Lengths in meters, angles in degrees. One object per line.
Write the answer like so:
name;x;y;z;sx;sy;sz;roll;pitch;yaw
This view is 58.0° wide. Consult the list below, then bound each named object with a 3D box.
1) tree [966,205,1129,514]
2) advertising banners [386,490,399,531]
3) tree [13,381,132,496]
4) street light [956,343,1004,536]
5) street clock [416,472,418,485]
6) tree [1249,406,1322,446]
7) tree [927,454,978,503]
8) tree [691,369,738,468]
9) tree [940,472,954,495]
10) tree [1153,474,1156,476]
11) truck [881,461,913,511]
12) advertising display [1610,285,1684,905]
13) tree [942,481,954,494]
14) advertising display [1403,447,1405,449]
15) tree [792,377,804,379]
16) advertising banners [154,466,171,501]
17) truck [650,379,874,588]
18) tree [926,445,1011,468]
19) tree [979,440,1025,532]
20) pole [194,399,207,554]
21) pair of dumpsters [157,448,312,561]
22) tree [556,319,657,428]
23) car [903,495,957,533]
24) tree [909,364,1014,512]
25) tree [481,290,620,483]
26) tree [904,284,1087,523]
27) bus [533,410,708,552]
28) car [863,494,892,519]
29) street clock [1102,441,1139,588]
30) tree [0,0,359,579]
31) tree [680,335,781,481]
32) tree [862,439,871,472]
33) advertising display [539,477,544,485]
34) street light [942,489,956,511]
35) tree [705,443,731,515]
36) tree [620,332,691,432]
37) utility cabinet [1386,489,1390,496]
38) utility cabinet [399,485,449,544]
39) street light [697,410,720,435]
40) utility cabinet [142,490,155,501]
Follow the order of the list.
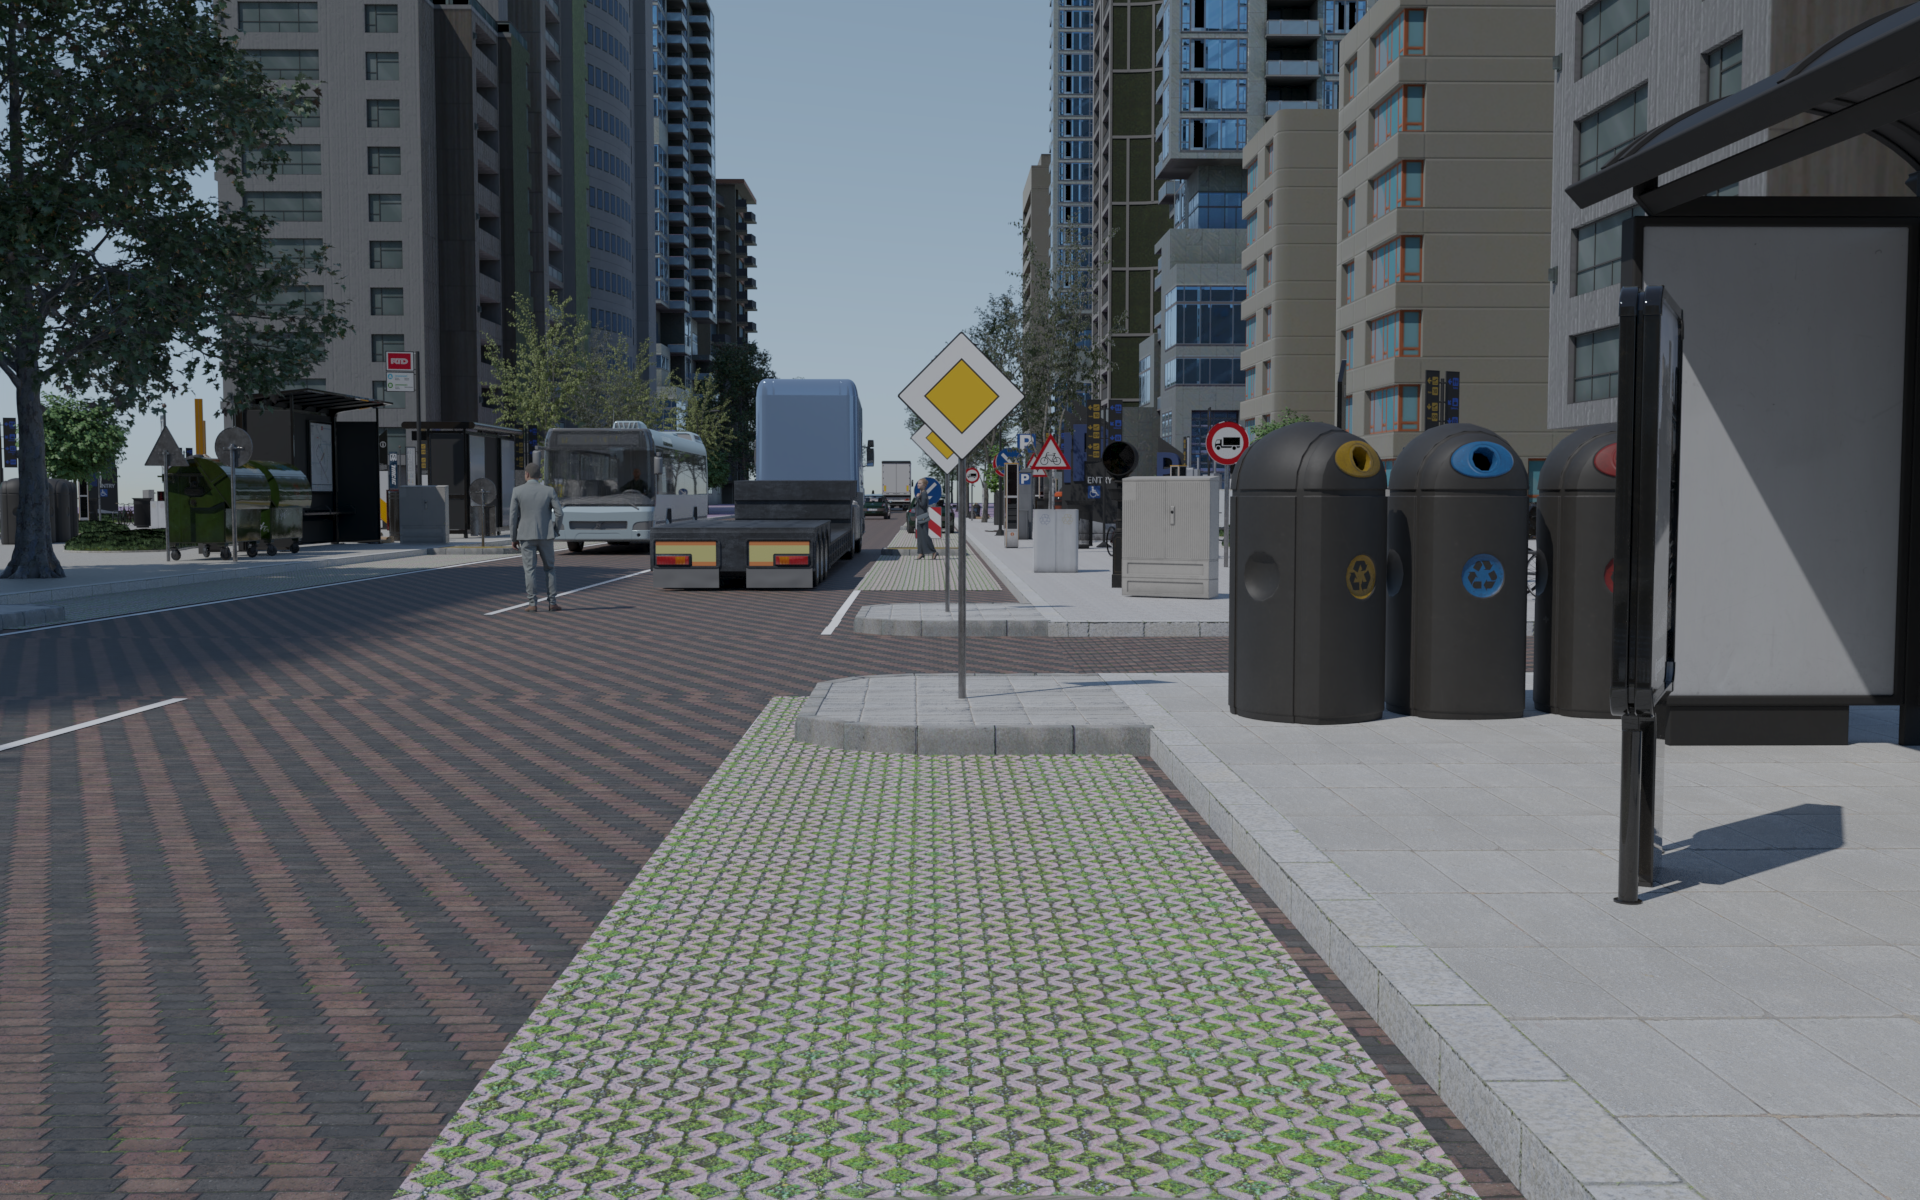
tree;2.373;-5.780;44.873;4.360;8.622;3.978;0;3;0
advertising banners;-19.842;-3.945;60.695;2.074;3.025;0.090;0;4;1
tree;-25.393;-4.027;49.549;4.285;4.588;4.351;0;3;0
street light;0.699;-4.928;53.107;1.470;5.913;1.316;0;4;-1
street clock;-17.579;-3.138;55.880;0.358;2.002;0.471;-1;4;-23
tree;12.286;-4.954;64.715;4.285;4.588;4.351;0;3;0
tree;-0.705;-19.518;237.239;7.486;12.596;7.792;0;3;0
tree;-15.519;-9.292;102.287;4.737;8.622;4.395;0;3;0
tree;0.950;-8.368;87.185;4.360;8.622;3.978;0;3;0
tree;10.883;-5.903;91.118;1.663;3.219;1.824;0;3;0
truck;-5.481;-9.902;150.814;2.839;4.237;11.283;0;4;-1
advertising display;2.287;-0.034;5.764;0.123;1.923;0.974;2;4;26
tree;-1.885;-14.127;225.574;1.663;3.219;1.824;0;3;0
advertising display;6.280;-1.165;24.264;0.123;1.923;0.974;1;4;18
tree;-16.406;-17.123;186.609;9.857;13.997;8.962;0;3;0
advertising banners;-41.999;-5.795;90.934;0.090;3.025;2.074;1;4;18
truck;-3.484;-2.749;34.700;2.967;4.110;18.799;0;4;-1
tree;0.185;-16.649;182.573;12.009;13.543;11.850;0;3;0
tree;1.342;-3.918;58.667;1.663;3.219;1.824;0;3;0
pole;-16.261;-2.645;37.086;0.158;3.312;0.155;0;3;0
pair of dumpsters;-14.735;-2.007;35.316;1.574;2.255;4.437;0;4;-1
tree;-15.134;-7.498;72.951;4.360;8.622;3.978;0;3;0
car;-1.107;-3.314;63.966;2.009;1.686;4.222;0;4;-2
tree;0.227;-12.134;124.146;9.928;11.665;9.643;0;3;0
tree;-14.852;-6.813;61.752;4.737;8.622;4.395;0;3;0
tree;1.355;-8.740;77.318;7.601;10.594;8.767;3;4;38
bus;-8.669;-3.129;46.012;2.948;3.499;13.247;0;4;-2
car;-4.904;-5.474;99.291;2.009;1.686;4.222;0;4;1
street clock;2.187;-1.169;23.679;0.471;2.002;0.358;1;4;17
tree;-14.275;-6.689;26.368;9.611;12.733;9.660;0;3;0
tree;-15.802;-12.738;125.267;9.611;12.733;9.660;0;3;0
tree;-17.717;-20.911;252.257;12.009;13.543;11.850;0;3;0
advertising display;-15.544;-3.707;65.821;0.974;1.923;0.123;-1;4;-16
street light;-0.092;-7.372;93.076;1.470;5.913;1.316;0;4;-1
tree;-15.898;-7.680;109.289;4.285;4.588;4.351;0;3;0
tree;-15.130;-7.914;79.753;4.737;8.622;4.395;0;3;0
utility cabinet;12.706;-2.617;51.473;0.318;1.500;1.173;0;4;-3
utility cabinet;-13.611;-2.160;43.991;1.173;1.500;0.318;0;4;1
street light;-13.953;-7.529;95.633;1.470;5.913;1.316;0;4;-1
utility cabinet;-39.605;-4.639;84.524;0.318;1.500;1.173;-1;4;-13
